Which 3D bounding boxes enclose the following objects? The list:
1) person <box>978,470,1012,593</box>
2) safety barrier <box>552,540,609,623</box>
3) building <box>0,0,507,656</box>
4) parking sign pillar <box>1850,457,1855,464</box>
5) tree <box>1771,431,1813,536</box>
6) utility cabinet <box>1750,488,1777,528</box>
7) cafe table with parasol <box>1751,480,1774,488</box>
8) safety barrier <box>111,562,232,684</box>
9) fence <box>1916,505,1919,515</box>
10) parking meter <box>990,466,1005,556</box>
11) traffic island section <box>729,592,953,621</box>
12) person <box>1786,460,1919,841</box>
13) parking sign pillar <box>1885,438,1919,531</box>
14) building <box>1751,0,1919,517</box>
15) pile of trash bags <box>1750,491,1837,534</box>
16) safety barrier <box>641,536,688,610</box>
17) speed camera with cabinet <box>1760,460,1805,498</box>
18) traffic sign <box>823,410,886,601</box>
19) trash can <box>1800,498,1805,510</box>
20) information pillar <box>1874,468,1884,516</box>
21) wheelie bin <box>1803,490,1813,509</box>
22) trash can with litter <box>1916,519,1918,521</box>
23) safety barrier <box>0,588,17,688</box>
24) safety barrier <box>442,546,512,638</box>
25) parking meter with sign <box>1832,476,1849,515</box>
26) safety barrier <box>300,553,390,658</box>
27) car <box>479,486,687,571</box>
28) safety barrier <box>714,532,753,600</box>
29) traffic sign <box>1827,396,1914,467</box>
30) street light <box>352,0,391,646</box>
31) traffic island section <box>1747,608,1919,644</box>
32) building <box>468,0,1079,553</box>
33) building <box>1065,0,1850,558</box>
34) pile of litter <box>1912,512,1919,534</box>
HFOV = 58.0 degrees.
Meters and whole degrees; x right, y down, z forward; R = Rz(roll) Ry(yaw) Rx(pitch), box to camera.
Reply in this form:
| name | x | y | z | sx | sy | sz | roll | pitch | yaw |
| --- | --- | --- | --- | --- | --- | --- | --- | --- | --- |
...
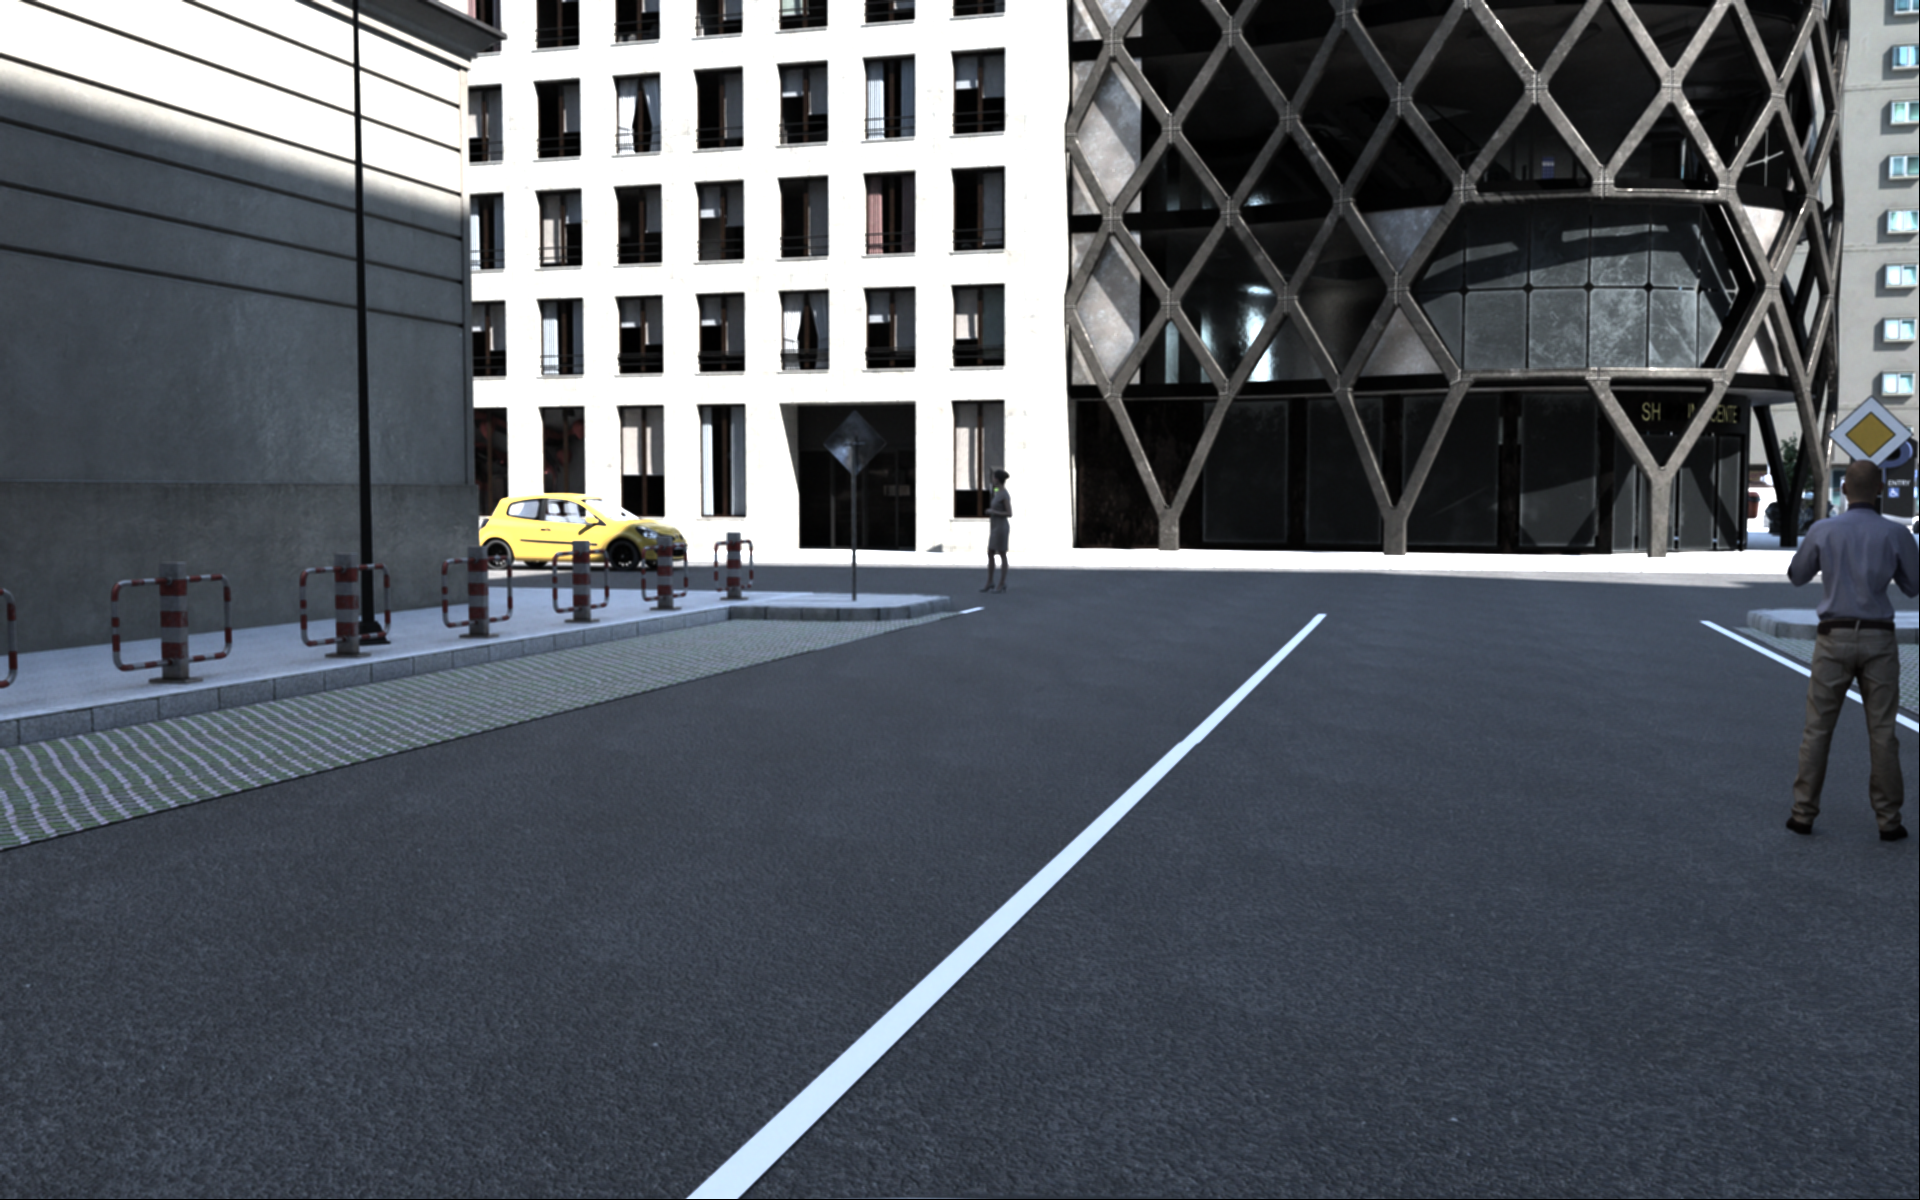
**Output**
| name | x | y | z | sx | sy | sz | roll | pitch | yaw |
| --- | --- | --- | --- | --- | --- | --- | --- | --- | --- |
| person | 0.524 | -0.997 | 25.145 | 0.374 | 1.781 | 0.599 | -1 | 4 | -19 |
| safety barrier | -3.784 | -0.186 | 17.321 | 0.300 | 0.817 | 1.120 | 1 | 4 | 16 |
| building | -21.347 | -11.217 | 16.686 | 30.059 | 22.955 | 16.112 | 1 | 4 | 16 |
| parking sign pillar | 44.802 | -5.979 | 86.229 | 1.447 | 3.967 | 1.447 | 0 | 4 | 1 |
| tree | 25.380 | -3.566 | 52.908 | 1.663 | 3.219 | 1.824 | 0 | 3 | 0 |
| utility cabinet | 29.601 | -3.394 | 64.175 | 1.173 | 1.500 | 0.318 | 1 | 4 | 9 |
| cafe table with parasol | 38.201 | -4.775 | 82.942 | 2.610 | 1.966 | 2.610 | 0 | 4 | 6 |
| safety barrier | -5.345 | 0.153 | 11.781 | 0.300 | 0.817 | 1.120 | 1 | 4 | 16 |
| fence | 51.553 | -4.804 | 93.912 | 2.069 | 0.683 | 0.278 | 0 | 4 | -5 |
| parking meter | 0.780 | -1.865 | 36.205 | 0.255 | 1.863 | 0.399 | -1 | 4 | -9 |
| traffic island section | -1.294 | 0.089 | 20.833 | 2.009 | 0.180 | 2.903 | 1 | 4 | 16 |
| person | 3.743 | 0.201 | 7.272 | 0.516 | 1.574 | 0.319 | 2 | 4 | 33 |
| parking sign pillar | 32.725 | -4.410 | 60.577 | 1.447 | 3.967 | 1.447 | 3 | 5 | 41 |
| building | 49.603 | -29.618 | 107.957 | 21.300 | 48.544 | 21.600 | 1 | 4 | 16 |
| pile of trash bags | 27.012 | -2.869 | 56.656 | 1.912 | 1.369 | 3.447 | -2 | 4 | -25 |
| safety barrier | -3.264 | -0.300 | 19.174 | 0.300 | 0.817 | 1.120 | 1 | 4 | 16 |
| speed camera with cabinet | 40.919 | -5.614 | 86.132 | 2.038 | 3.252 | 0.660 | 1 | 4 | 20 |
| traffic sign | -1.269 | -1.047 | 20.765 | 0.795 | 2.450 | 0.064 | 1 | 4 | 16 |
| trash can | 37.043 | -4.018 | 77.349 | 0.748 | 1.137 | 0.748 | 0 | 3 | 0 |
| information pillar | 25.914 | -2.728 | 49.087 | 0.304 | 2.012 | 0.304 | 0 | 4 | -2 |
| wheelie bin | 33.373 | -3.663 | 67.794 | 0.693 | 1.594 | 0.980 | 2 | 4 | 26 |
| trash can with litter | 45.320 | -4.396 | 82.927 | 2.233 | 1.210 | 1.678 | -2 | 4 | -24 |
| safety barrier | -5.862 | 0.266 | 9.929 | 0.300 | 0.817 | 1.120 | 1 | 4 | 16 |
| safety barrier | -4.303 | -0.073 | 15.475 | 0.300 | 0.817 | 1.120 | 1 | 4 | 16 |
| parking meter with sign | 36.624 | -4.587 | 71.254 | 1.738 | 3.016 | 0.543 | 0 | 3 | 0 |
| safety barrier | -4.823 | 0.040 | 13.627 | 0.300 | 0.817 | 1.120 | 1 | 4 | 16 |
| car | -7.202 | -1.400 | 33.122 | 3.980 | 1.641 | 2.015 | 1 | 4 | 14 |
| safety barrier | -2.742 | -0.412 | 21.019 | 0.300 | 0.817 | 1.120 | 1 | 4 | 16 |
| traffic sign | 9.309 | -0.864 | 17.775 | 0.795 | 2.450 | 0.064 | 1 | 4 | 16 |
| street light | -4.547 | -2.567 | 14.508 | 1.470 | 5.913 | 1.316 | 1 | 4 | 16 |
| traffic island section | 9.334 | 0.271 | 17.845 | 2.009 | 0.180 | 2.903 | 1 | 4 | 16 |
| building | -4.946 | -11.568 | 43.885 | 16.860 | 20.320 | 10.420 | 1 | 4 | 16 |
| building | 12.225 | -10.725 | 42.805 | 16.811 | 18.784 | 16.820 | 1 | 4 | 16 |
| pile of litter | 31.514 | -2.569 | 55.971 | 1.719 | 0.858 | 1.176 | -2 | 4 | -23 |
